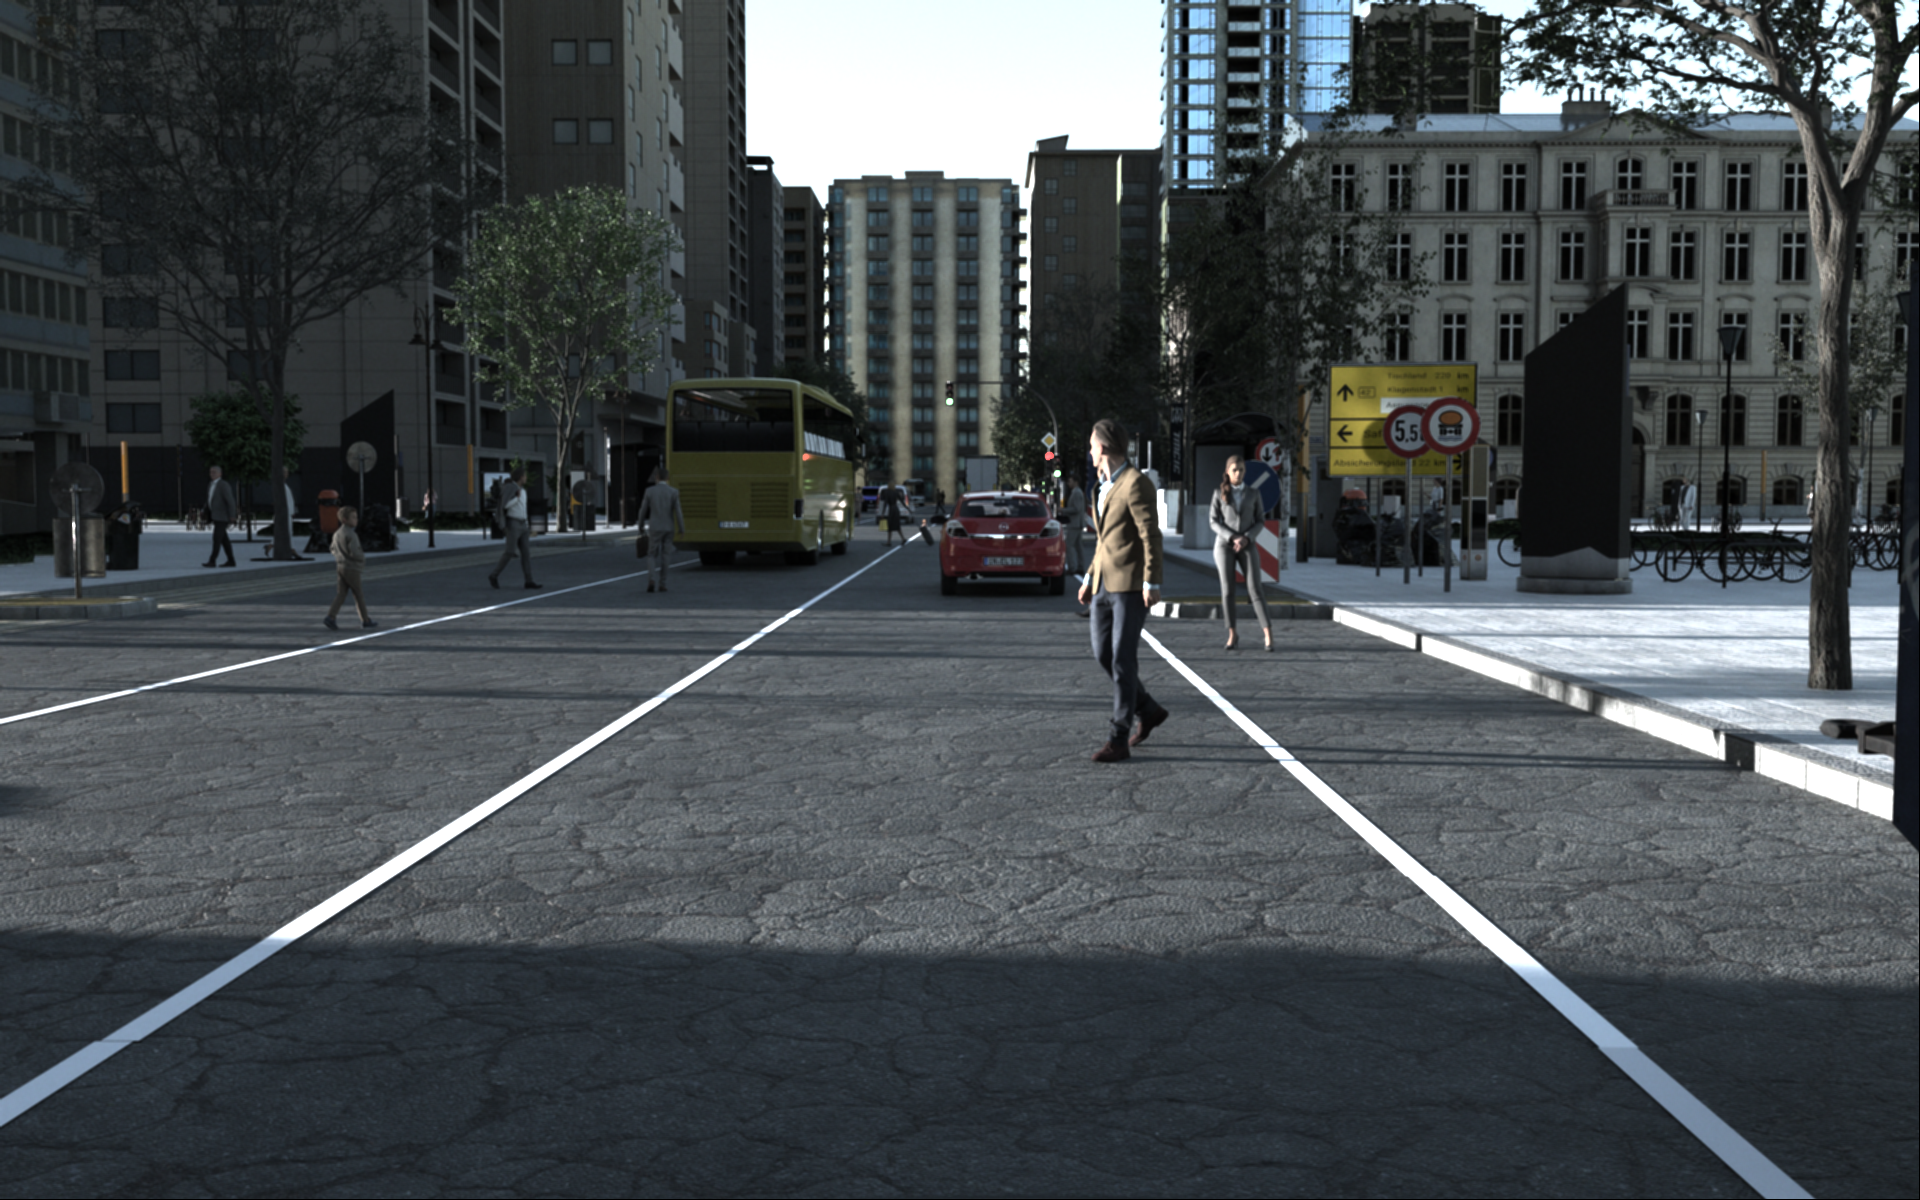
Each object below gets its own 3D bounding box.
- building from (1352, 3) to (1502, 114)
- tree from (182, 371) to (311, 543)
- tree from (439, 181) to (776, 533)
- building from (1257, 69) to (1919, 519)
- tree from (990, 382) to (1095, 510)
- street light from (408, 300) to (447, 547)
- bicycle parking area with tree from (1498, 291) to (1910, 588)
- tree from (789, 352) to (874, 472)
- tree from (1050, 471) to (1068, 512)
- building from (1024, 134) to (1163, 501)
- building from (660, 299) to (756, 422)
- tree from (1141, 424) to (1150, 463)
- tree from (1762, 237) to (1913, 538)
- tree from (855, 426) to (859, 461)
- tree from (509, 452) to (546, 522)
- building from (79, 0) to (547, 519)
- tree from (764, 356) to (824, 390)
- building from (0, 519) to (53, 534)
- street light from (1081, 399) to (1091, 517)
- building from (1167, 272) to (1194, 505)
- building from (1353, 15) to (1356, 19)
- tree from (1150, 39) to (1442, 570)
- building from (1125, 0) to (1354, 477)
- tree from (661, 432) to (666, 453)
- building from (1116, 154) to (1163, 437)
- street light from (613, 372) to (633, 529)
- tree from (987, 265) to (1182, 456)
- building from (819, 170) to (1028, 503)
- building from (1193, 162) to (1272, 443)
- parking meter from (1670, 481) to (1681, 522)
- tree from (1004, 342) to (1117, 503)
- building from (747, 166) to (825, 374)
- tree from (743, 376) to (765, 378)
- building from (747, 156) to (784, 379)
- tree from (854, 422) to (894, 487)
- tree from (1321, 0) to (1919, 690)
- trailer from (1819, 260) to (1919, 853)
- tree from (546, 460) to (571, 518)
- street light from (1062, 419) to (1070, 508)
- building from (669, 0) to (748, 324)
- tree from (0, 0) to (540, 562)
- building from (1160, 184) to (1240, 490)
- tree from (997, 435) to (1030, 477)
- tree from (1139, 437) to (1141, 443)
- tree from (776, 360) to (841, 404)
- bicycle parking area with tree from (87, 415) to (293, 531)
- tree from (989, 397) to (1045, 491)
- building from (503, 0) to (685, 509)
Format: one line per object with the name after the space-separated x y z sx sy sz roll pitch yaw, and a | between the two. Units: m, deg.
68.747 -50.033 256.298 20.611 71.187 20.563 0 4 1 | building
-18.999 -3.829 46.324 4.285 4.588 4.351 0 3 0 | tree
-12.972 -8.019 56.863 9.928 11.665 9.643 0 3 0 | tree
34.828 -16.915 95.648 34.723 24.649 14.460 0 4 1 | building
7.739 -13.871 143.797 9.611 12.733 9.660 0 3 0 | tree
-12.716 -4.202 41.494 0.468 5.910 1.993 0 4 1 | street light
13.468 -2.456 27.153 9.016 4.147 8.231 1 4 10 | bicycle parking area with tree
-11.888 -15.125 153.950 9.857 13.997 8.962 0 3 0 | tree
6.867 -7.886 123.542 1.663 3.219 1.824 0 3 0 | tree
23.710 -41.128 261.675 27.495 52.752 28.713 0 4 1 | building
-35.539 -19.821 169.116 27.650 21.520 28.899 0 4 1 | building
14.786 -9.962 113.233 4.360 8.622 3.978 0 3 0 | tree
25.742 -6.084 49.831 4.360 8.622 3.978 0 3 0 | tree
-11.582 -13.489 170.901 4.360 8.622 3.978 0 3 0 | tree
-20.345 -5.193 79.507 1.663 3.219 1.824 0 3 0 | tree
-35.063 -40.326 97.576 20.563 71.187 20.611 0 4 1 | building
-11.672 -11.135 116.469 7.601 10.594 8.767 0 4 -3 | tree
-35.950 -21.366 41.223 23.993 40.220 32.217 0 4 1 | building
6.125 -6.833 84.506 0.468 5.910 1.993 0 4 1 | street light
23.371 -18.741 142.566 11.583 22.565 21.152 0 4 1 | building
48.134 -50.031 256.250 20.611 71.187 20.563 0 4 1 | building
5.740 -4.816 29.100 4.360 8.622 3.978 0 3 0 | tree
30.225 -53.460 186.743 22.319 86.520 31.000 0 4 1 | building
-19.106 -10.441 121.067 4.360 8.622 3.978 0 3 0 | tree
25.952 -32.241 210.736 14.154 41.232 14.086 0 4 1 | building
-12.458 -5.584 64.093 0.468 5.910 1.993 0 4 1 | street light
6.981 -11.149 92.654 12.009 13.543 11.850 0 3 0 | tree
-5.305 -39.104 258.958 30.456 49.044 23.786 0 4 1 | building
23.861 -18.006 124.076 12.332 23.373 15.834 0 4 1 | building
32.606 -4.479 78.944 0.255 1.863 0.399 -1 4 -13 | parking meter
7.324 -11.738 117.667 9.928 11.665 9.643 0 3 0 | tree
-31.578 -38.816 258.344 21.600 48.544 21.300 0 4 1 | building
-12.384 -9.572 106.866 4.360 8.622 3.978 0 3 0 | tree
-28.748 -32.257 210.990 14.086 41.232 14.154 0 4 1 | building
-11.107 -16.311 201.089 7.601 10.594 8.767 0 4 8 | tree
5.420 -4.689 11.078 7.601 10.594 8.767 -1 4 -15 | tree
2.816 0.212 3.585 1.471 1.999 3.904 0 4 0 | trailer
-21.996 -6.128 94.791 1.663 3.219 1.824 0 3 0 | tree
6.506 -8.215 107.103 0.468 5.910 1.993 0 4 1 | street light
-32.259 -46.117 192.267 20.563 71.187 20.611 0 4 1 | building
-13.177 -7.494 32.898 12.009 13.543 11.850 0 3 0 | tree
26.036 -24.100 165.733 14.160 30.474 14.107 0 4 1 | building
8.489 -15.851 193.569 7.601 10.594 8.767 3 5 43 | tree
15.221 -10.873 128.133 4.360 8.622 3.978 0 3 0 | tree
-12.911 -12.840 135.695 9.928 11.665 9.643 0 3 0 | tree
-28.838 -4.622 62.568 8.231 4.147 9.016 0 4 7 | bicycle parking area with tree
8.325 -19.682 228.458 9.857 13.997 8.962 0 3 0 | tree
-36.499 -33.282 133.403 28.713 52.752 27.495 0 4 1 | building
